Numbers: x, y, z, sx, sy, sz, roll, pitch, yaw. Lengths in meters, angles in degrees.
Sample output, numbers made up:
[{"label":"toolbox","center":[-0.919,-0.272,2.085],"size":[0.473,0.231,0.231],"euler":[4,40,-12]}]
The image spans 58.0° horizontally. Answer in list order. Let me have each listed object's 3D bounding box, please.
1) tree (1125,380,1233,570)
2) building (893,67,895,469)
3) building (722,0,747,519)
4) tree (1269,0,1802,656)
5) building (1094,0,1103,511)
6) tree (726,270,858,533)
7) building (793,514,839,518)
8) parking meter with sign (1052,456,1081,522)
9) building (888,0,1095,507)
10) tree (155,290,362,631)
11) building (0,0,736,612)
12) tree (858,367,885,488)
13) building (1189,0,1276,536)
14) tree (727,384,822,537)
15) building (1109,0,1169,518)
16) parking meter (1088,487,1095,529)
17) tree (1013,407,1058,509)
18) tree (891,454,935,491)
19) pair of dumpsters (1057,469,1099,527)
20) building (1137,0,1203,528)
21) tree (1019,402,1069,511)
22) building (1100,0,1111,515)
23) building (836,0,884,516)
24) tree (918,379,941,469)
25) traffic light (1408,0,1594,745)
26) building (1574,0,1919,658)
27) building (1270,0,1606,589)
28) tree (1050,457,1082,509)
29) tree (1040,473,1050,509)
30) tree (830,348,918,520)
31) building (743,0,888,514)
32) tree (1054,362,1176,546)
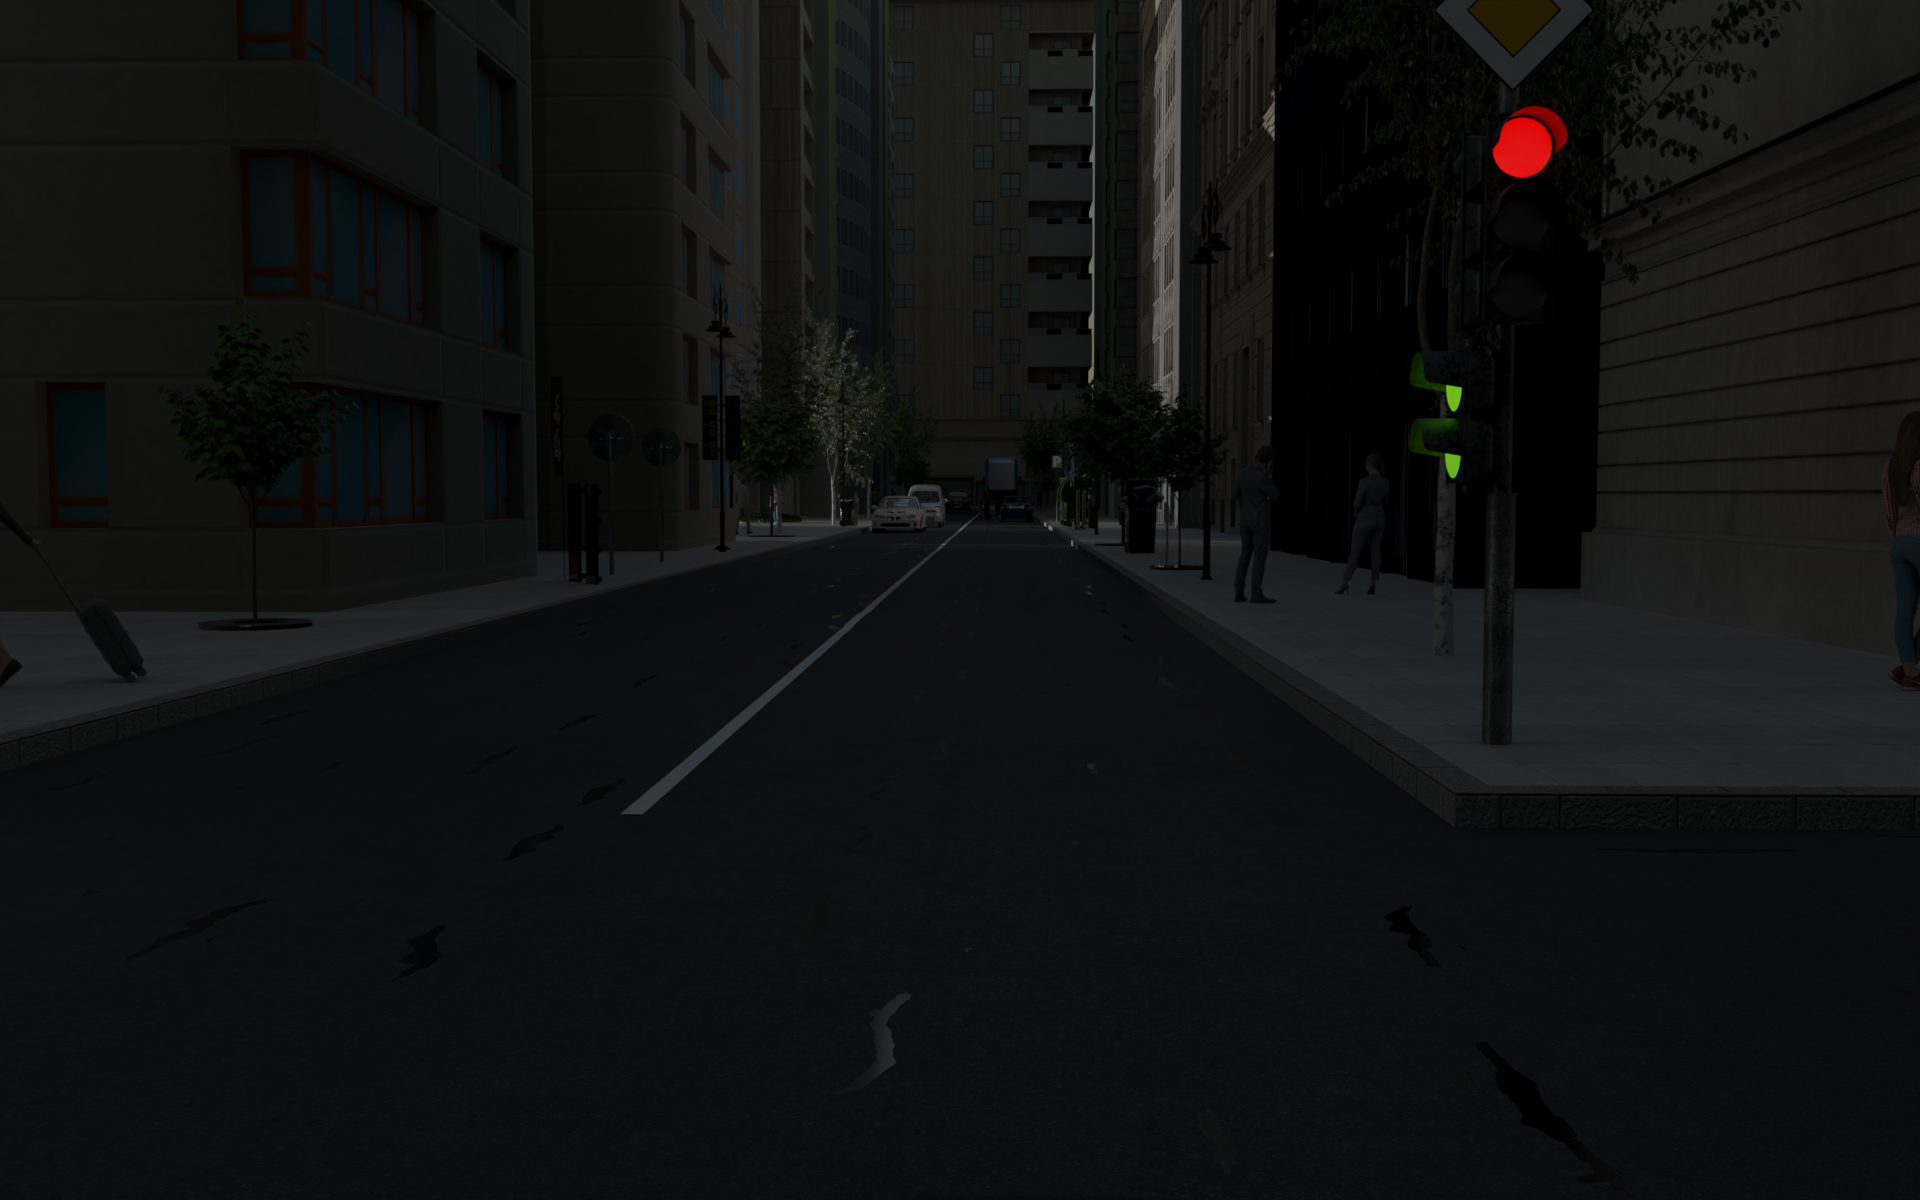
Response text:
[{"label":"tree","center":[3.874,-2.133,29.468],"size":[1.663,3.219,1.824],"euler":[0,3,0]},{"label":"building","center":[-12.758,-28.505,149.651],"size":[14.086,41.232,14.154],"euler":[0,4,1]},{"label":"building","center":[-15.639,-25.166,61.570],"size":[14.600,45.320,14.200],"euler":[0,4,1]},{"label":"tree","center":[4.092,-3.864,13.532],"size":[4.360,8.622,3.978],"euler":[0,3,0]},{"label":"building","center":[17.009,-29.058,125.203],"size":[14.600,45.320,14.200],"euler":[0,4,1]},{"label":"tree","center":[-5.977,-6.566,57.723],"size":[4.360,8.622,3.978],"euler":[0,3,0]},{"label":"building","center":[-14.092,-24.943,91.417],"size":[14.154,41.232,14.086],"euler":[0,4,1]},{"label":"parking meter with sign","center":[4.936,-5.072,79.195],"size":[0.543,3.016,1.738],"euler":[3,4,39]},{"label":"building","center":[2.640,-36.368,183.854],"size":[27.495,52.752,28.713],"euler":[0,4,1]},{"label":"tree","center":[-6.931,-1.350,16.672],"size":[1.663,3.219,1.824],"euler":[0,3,0]},{"label":"building","center":[-20.335,-11.490,32.906],"size":[27.650,21.520,28.899],"euler":[0,4,1]},{"label":"tree","center":[-5.234,-7.450,72.167],"size":[4.360,8.622,3.978],"euler":[0,3,0]},{"label":"building","center":[14.126,-15.508,50.820],"size":[12.463,27.353,25.104],"euler":[0,4,1]},{"label":"tree","center":[-5.711,-4.180,52.053],"size":[4.285,4.588,4.351],"euler":[0,3,0]},{"label":"building","center":[15.302,-19.894,96.966],"size":[14.160,30.474,14.107],"euler":[0,4,1]},{"label":"parking meter","center":[4.961,-3.432,64.522],"size":[0.372,1.533,0.369],"euler":[0,3,0]},{"label":"tree","center":[6.472,-11.937,145.537],"size":[4.737,8.622,4.395],"euler":[0,3,0]},{"label":"tree","center":[-3.605,-9.151,133.340],"size":[4.285,4.588,4.351],"euler":[0,3,0]},{"label":"pair of dumpsters","center":[4.719,-4.073,69.091],"size":[1.574,2.255,4.437],"euler":[0,4,1]},{"label":"building","center":[14.363,-15.634,73.631],"size":[12.078,24.808,19.932],"euler":[0,4,1]},{"label":"tree","center":[6.820,-11.255,134.384],"size":[4.360,8.622,3.978],"euler":[0,3,0]},{"label":"building","center":[16.004,-26.136,110.916],"size":[14.154,41.232,14.086],"euler":[0,4,1]},{"label":"building","center":[-16.456,-34.903,112.669],"size":[21.231,58.520,28.212],"euler":[0,4,1]},{"label":"tree","center":[-3.376,-9.711,109.137],"size":[4.737,8.622,4.395],"euler":[0,3,0]},{"label":"traffic light","center":[2.742,-1.216,8.796],"size":[0.839,4.253,0.868],"euler":[0,4,1]},{"label":"building","center":[16.495,-9.231,15.557],"size":[19.286,19.102,10.561],"euler":[0,4,1]},{"label":"building","center":[12.981,-12.285,30.531],"size":[12.332,23.373,15.834],"euler":[0,4,1]},{"label":"tree","center":[5.749,-5.585,85.916],"size":[1.663,3.219,1.824],"euler":[0,3,0]},{"label":"tree","center":[7.915,-9.711,153.381],"size":[1.663,3.219,1.824],"euler":[0,3,0]},{"label":"tree","center":[-4.635,-8.380,87.367],"size":[4.737,8.622,4.395],"euler":[0,3,0]},{"label":"building","center":[-12.952,-27.589,134.678],"size":[14.154,41.232,14.086],"euler":[0,4,1]},{"label":"tree","center":[4.066,-3.647,43.337],"size":[4.285,4.588,4.351],"euler":[0,3,0]}]
